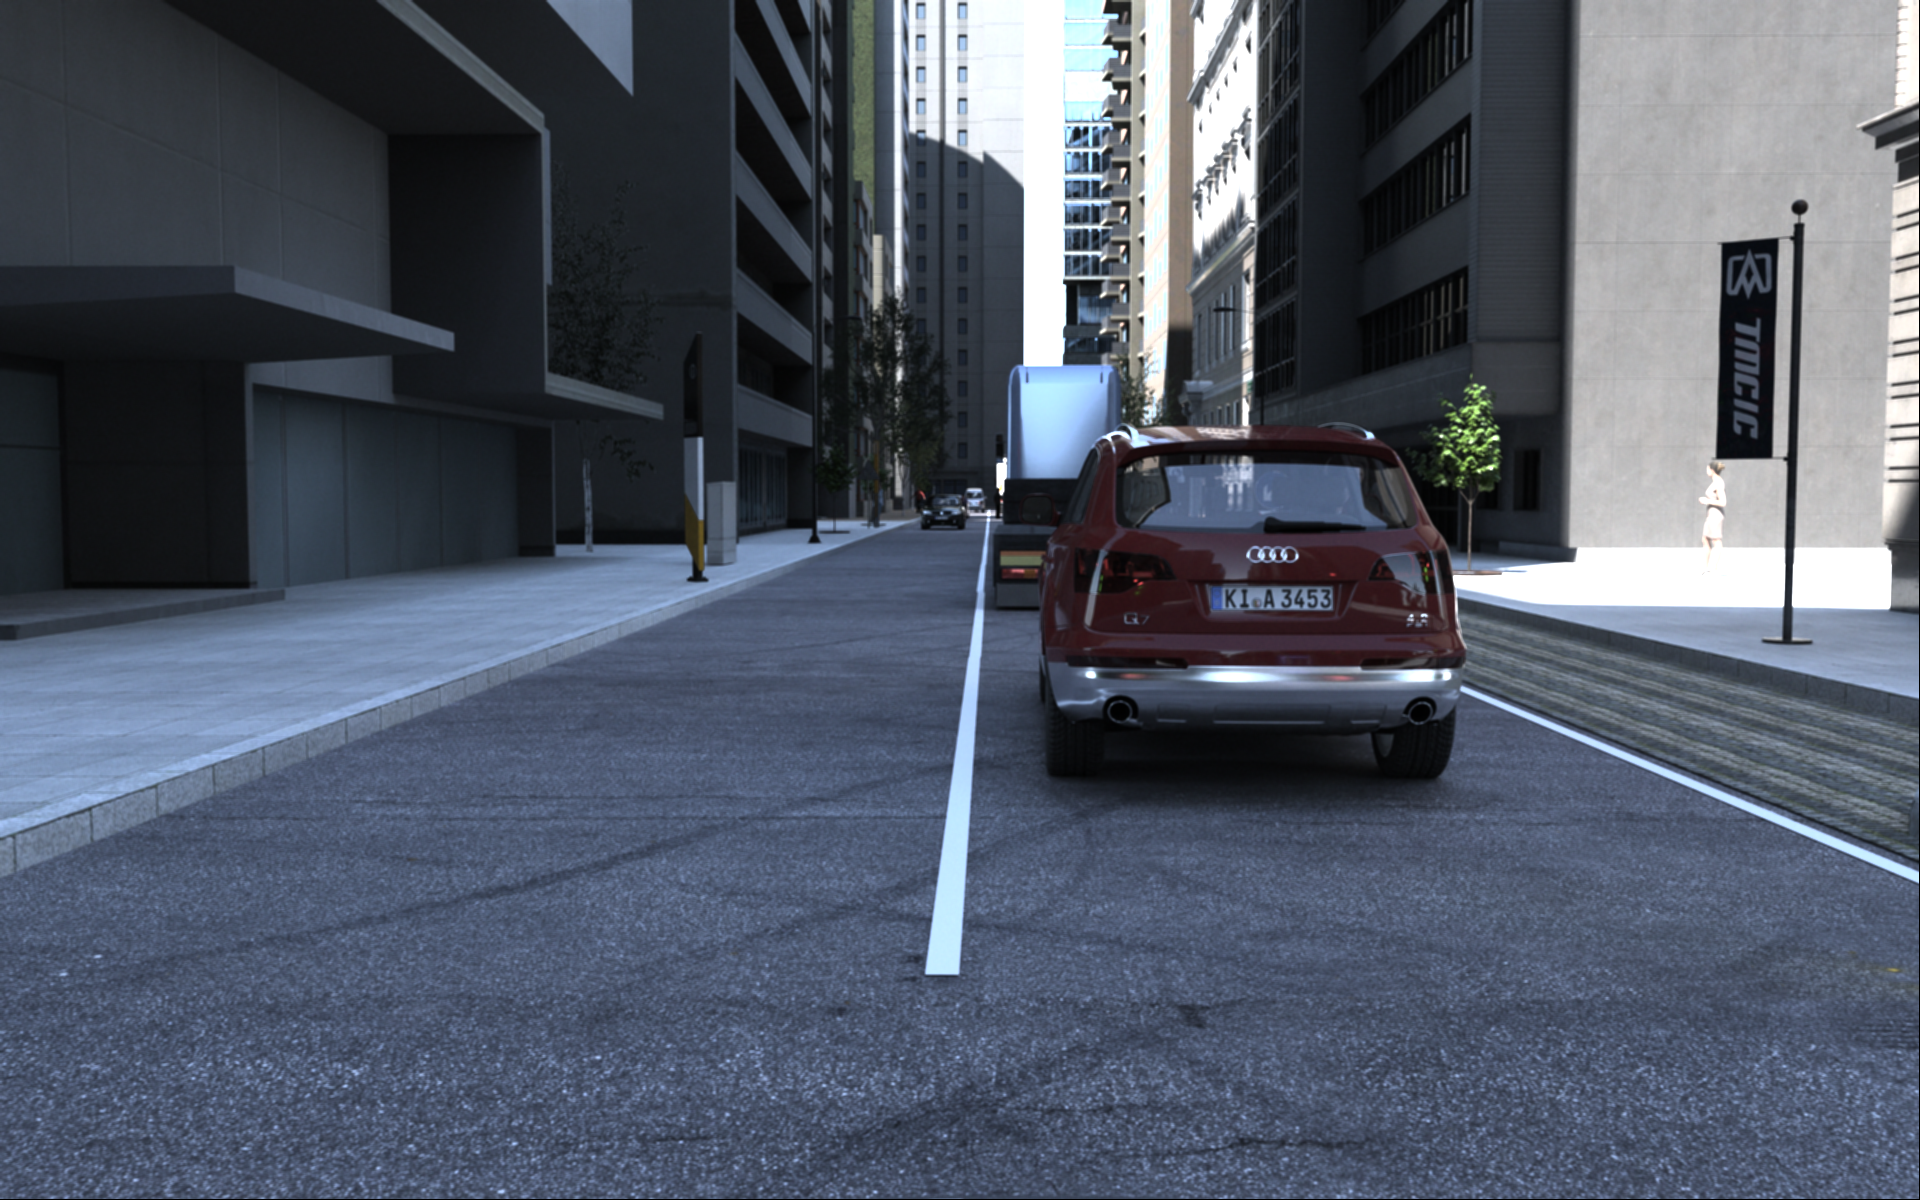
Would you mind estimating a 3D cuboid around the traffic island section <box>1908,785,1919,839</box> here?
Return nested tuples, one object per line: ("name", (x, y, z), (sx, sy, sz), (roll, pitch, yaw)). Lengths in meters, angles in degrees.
("traffic island section", (4.939, 0.975, 6.342), (2.009, 0.180, 2.903), (0, 4, 1))

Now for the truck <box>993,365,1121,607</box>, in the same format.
("truck", (1.958, -2.485, 30.391), (2.967, 4.110, 18.799), (0, 4, 2))

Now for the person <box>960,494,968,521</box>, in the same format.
("person", (0.201, -4.851, 91.040), (0.421, 1.427, 0.697), (0, 4, 8))

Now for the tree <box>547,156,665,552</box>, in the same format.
("tree", (-8.208, -5.348, 37.809), (4.360, 8.622, 3.978), (0, 3, 0))

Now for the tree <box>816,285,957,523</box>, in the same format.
("tree", (-3.569, -8.729, 77.138), (7.601, 10.594, 8.767), (0, 4, 6))

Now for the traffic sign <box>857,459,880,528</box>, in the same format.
("traffic sign", (-3.408, -3.948, 64.555), (0.884, 2.594, 0.081), (0, 4, 6))

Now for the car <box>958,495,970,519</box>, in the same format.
("car", (-0.413, -5.513, 102.495), (2.083, 1.381, 4.827), (0, 4, 2))

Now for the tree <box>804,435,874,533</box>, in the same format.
("tree", (-4.022, -3.815, 56.975), (1.663, 3.219, 1.824), (0, 3, 0))

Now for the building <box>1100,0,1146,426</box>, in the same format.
("building", (22.754, -29.672, 139.761), (22.147, 44.769, 28.867), (0, 4, 1))

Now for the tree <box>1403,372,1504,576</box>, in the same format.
("tree", (8.171, -2.013, 27.515), (1.663, 3.219, 1.824), (0, 3, 0))

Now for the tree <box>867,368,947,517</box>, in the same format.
("tree", (-3.188, -8.994, 97.418), (4.737, 8.622, 4.395), (0, 3, 0))

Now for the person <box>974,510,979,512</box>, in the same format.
("person", (1.345, -8.076, 140.532), (0.705, 1.826, 1.348), (-2, 4, -33))

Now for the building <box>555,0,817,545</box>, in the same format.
("building", (-16.201, -26.266, 53.149), (21.300, 48.544, 21.600), (0, 4, 1))

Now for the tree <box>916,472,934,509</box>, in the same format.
("tree", (-3.049, -9.481, 149.611), (1.663, 3.219, 1.824), (0, 3, 0))

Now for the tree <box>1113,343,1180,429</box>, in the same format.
("tree", (8.597, -8.253, 85.292), (4.737, 8.622, 4.395), (0, 3, 0))

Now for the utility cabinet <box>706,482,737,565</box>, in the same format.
("utility cabinet", (-4.357, -1.401, 31.587), (0.318, 1.500, 1.173), (0, 4, 4))

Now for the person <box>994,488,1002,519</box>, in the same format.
("person", (2.230, -5.564, 99.605), (0.705, 1.807, 1.348), (-2, 4, -24))

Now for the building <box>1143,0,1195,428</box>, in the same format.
("building", (17.533, -27.123, 93.572), (14.600, 45.320, 14.200), (0, 4, 1))

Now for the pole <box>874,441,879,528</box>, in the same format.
("pole", (-3.189, -4.423, 66.151), (0.158, 3.312, 0.155), (0, 3, 0))

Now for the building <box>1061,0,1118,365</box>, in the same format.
("building", (22.029, -52.801, 175.972), (31.000, 86.520, 22.319), (0, 4, 1))

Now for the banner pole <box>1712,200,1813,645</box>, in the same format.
("banner pole", (6.964, -1.527, 14.986), (0.863, 3.779, 0.401), (3, 5, 40))

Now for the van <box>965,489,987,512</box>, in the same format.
("van", (1.121, -7.900, 136.183), (2.013, 2.044, 4.112), (0, 4, 2))

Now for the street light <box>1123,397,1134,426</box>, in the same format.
("street light", (7.608, -6.654, 81.339), (1.470, 5.913, 1.316), (0, 4, 1))

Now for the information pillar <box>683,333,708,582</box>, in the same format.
("information pillar", (-3.898, -2.082, 25.390), (0.183, 3.616, 0.504), (-2, 4, -34))

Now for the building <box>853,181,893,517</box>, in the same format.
("building", (-18.932, -16.235, 110.488), (27.650, 21.520, 28.899), (0, 4, 1))

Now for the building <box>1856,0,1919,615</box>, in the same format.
("building", (19.874, -10.831, 13.252), (21.152, 22.565, 11.583), (0, 4, 1))

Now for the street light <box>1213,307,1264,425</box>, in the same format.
("street light", (6.974, -4.316, 43.111), (1.470, 5.913, 1.316), (0, 4, 1))

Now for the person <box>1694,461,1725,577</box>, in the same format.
("person", (11.588, -1.244, 26.725), (0.374, 1.781, 0.599), (1, 4, 13))

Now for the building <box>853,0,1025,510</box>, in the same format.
("building", (-7.584, -38.818, 176.667), (28.212, 58.520, 21.231), (0, 4, 1))

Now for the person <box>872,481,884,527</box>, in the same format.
("person", (-3.225, -3.767, 67.903), (0.793, 1.790, 0.793), (-3, 4, -38))

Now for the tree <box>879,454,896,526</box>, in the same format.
("tree", (-3.540, -4.657, 70.750), (1.663, 3.219, 1.824), (0, 3, 0))

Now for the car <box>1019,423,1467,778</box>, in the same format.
("car", (1.492, -0.100, 10.301), (2.281, 1.827, 5.304), (0, 4, 2))

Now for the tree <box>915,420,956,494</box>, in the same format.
("tree", (-2.424, -12.784, 159.377), (4.360, 8.622, 3.978), (0, 3, 0))

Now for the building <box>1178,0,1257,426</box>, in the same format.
("building", (16.831, -17.428, 70.855), (13.634, 28.700, 20.117), (0, 4, 1))

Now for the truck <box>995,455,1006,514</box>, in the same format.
("truck", (3.988, -8.533, 128.428), (2.839, 4.237, 11.283), (0, 4, 1))

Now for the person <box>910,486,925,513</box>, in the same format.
("person", (-2.803, -6.772, 116.707), (1.348, 1.831, 0.705), (3, 5, 41))

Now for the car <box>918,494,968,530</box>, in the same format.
("car", (-0.671, -3.729, 70.764), (2.009, 1.686, 4.222), (0, 4, 2))

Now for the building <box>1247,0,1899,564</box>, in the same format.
("building", (16.917, -13.869, 45.830), (14.314, 24.678, 30.058), (0, 4, 1))

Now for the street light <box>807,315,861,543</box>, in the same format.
("street light", (-3.268, -4.442, 45.160), (1.470, 5.913, 1.316), (0, 4, 1))

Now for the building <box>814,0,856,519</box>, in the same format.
("building", (-12.914, -19.385, 88.641), (14.160, 30.474, 14.107), (0, 4, 1))

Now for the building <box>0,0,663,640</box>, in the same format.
("building", (-19.652, -26.382, 20.590), (28.713, 52.752, 27.495), (0, 4, 1))
